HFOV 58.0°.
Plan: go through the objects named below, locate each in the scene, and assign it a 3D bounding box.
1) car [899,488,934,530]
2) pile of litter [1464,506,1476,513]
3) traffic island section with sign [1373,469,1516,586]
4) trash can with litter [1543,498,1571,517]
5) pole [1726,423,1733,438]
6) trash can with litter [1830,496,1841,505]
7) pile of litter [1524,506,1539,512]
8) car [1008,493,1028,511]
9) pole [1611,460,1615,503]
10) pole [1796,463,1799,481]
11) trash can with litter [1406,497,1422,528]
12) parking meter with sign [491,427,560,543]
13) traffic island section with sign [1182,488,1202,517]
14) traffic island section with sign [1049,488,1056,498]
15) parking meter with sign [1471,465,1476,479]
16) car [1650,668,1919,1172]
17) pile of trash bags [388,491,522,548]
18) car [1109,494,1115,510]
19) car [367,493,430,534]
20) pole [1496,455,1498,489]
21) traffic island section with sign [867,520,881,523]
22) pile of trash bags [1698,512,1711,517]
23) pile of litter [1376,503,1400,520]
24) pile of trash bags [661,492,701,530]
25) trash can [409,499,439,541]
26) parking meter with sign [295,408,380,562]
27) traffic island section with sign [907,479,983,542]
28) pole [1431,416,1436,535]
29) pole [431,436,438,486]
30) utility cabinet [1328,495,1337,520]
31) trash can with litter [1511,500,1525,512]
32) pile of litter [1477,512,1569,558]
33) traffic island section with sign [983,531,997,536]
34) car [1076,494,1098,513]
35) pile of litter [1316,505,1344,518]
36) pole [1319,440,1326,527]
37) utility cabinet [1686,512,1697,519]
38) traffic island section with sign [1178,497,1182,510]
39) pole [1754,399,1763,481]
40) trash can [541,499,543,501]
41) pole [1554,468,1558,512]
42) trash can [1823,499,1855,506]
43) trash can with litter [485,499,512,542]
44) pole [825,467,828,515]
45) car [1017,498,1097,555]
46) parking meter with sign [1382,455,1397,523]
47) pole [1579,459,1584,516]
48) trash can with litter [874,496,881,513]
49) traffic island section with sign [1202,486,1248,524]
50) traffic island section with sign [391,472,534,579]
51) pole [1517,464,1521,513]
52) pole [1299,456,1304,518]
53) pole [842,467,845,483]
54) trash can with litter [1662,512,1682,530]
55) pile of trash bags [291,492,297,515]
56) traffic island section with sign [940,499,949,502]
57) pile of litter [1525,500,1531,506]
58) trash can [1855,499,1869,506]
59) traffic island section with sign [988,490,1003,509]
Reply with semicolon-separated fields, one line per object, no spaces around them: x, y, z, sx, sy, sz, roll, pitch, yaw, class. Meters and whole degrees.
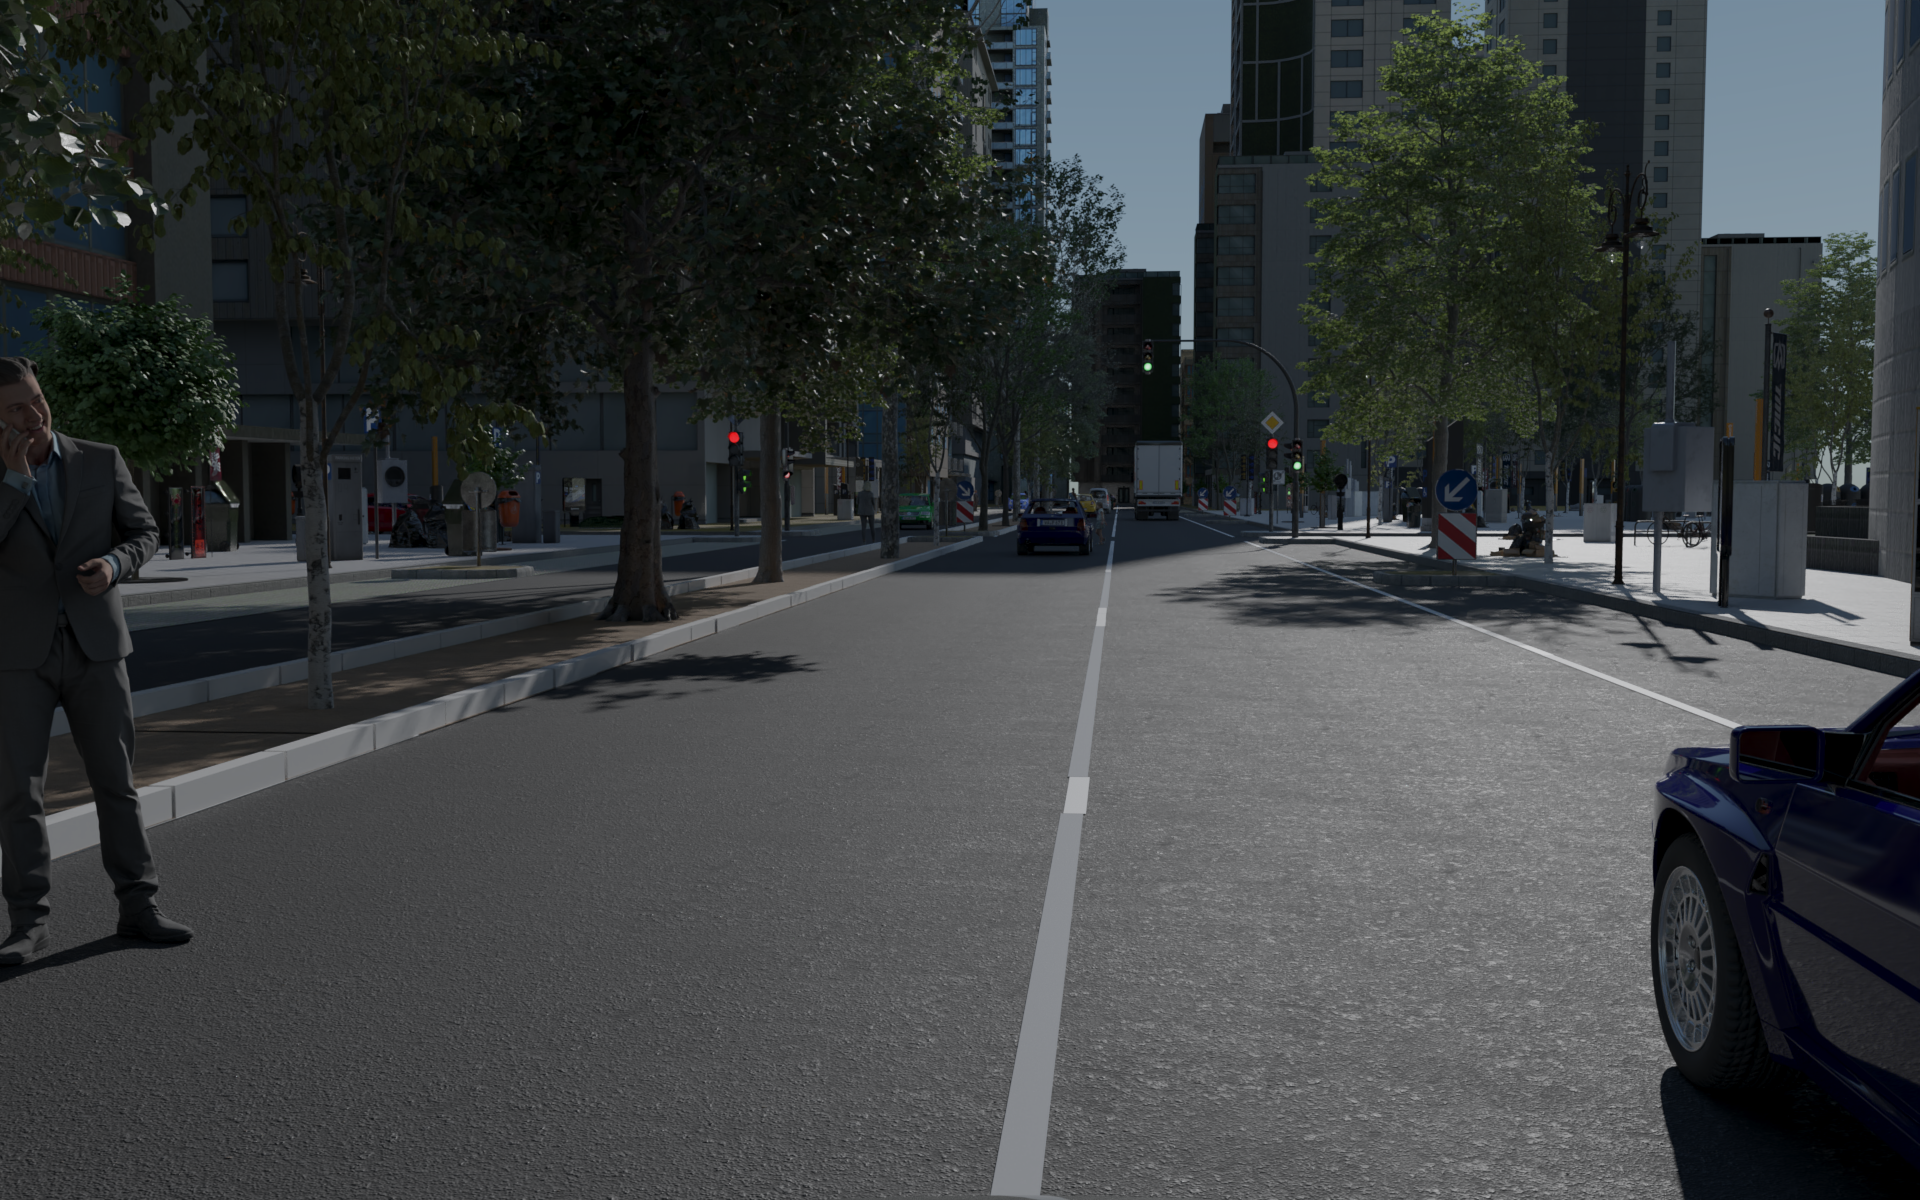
-1.886;-3.798;70.892;1.959;1.807;4.718;0;4;3;car
19.403;-3.199;66.262;1.719;0.858;1.176;1;4;12;pile of litter
7.754;-1.182;27.961;1.989;1.847;2.006;0;4;5;traffic island section with sign
33.807;-5.359;98.672;1.678;1.210;2.233;1;4;12;trash can with litter
22.069;-3.420;49.757;0.158;3.312;0.155;0;3;0;pole
31.873;-3.169;62.871;1.678;1.210;2.233;0;4;-5;trash can with litter
15.999;-2.112;48.499;1.719;0.858;1.176;2;4;29;pile of litter
4.887;-8.261;144.654;1.945;1.707;3.694;0;4;4;car
38.190;-6.574;101.324;0.158;3.312;0.155;0;3;0;pole
55.787;-7.433;115.376;0.158;3.312;0.155;0;3;0;pole
17.234;-3.344;66.065;0.624;1.170;1.055;0;4;2;trash can with litter
-11.332;-2.995;45.237;1.738;3.016;0.543;1;4;9;parking meter with sign
15.361;-6.231;110.503;1.989;1.847;2.006;0;4;5;traffic island section with sign
7.098;-7.714;134.258;2.006;1.907;1.989;0;4;5;traffic island section with sign
30.391;-6.600;104.176;1.738;3.016;0.543;-2;4;-32;parking meter with sign
2.490;0.589;2.946;1.945;1.354;3.894;0;4;6;car
-12.119;-1.994;42.356;1.912;1.369;3.447;2;4;33;pile of trash bags
13.321;-9.106;160.675;2.131;1.459;4.920;0;4;6;car
-18.183;-2.921;56.799;4.494;1.783;2.155;0;4;6;car
28.256;-5.942;90.995;0.158;3.312;0.155;0;3;0;pole
-3.450;-4.662;84.850;1.989;1.847;2.006;0;4;5;traffic island section with sign
42.202;-5.472;99.226;3.447;1.369;1.912;1;4;8;pile of trash bags
21.263;-4.412;86.097;1.176;0.858;1.719;1;4;16;pile of litter
-10.486;-3.310;63.869;1.912;1.369;3.447;0;4;-5;pile of trash bags
-14.250;-2.106;46.081;0.748;1.137;0.748;0;3;0;trash can
-11.984;-2.276;33.466;0.543;3.016;1.738;2;4;34;parking meter with sign
-0.469;-2.686;52.058;2.006;1.907;1.989;0;4;5;traffic island section with sign
12.522;-3.161;45.530;0.158;3.312;0.155;0;3;0;pole
-18.606;-4.132;61.404;0.158;3.312;0.155;0;3;0;pole
18.730;-4.643;87.071;0.306;1.237;1.020;0;4;2;utility cabinet
40.439;-6.993;125.727;1.055;1.170;0.624;2;4;26;trash can with litter
11.636;-1.317;35.500;1.176;0.858;1.719;-1;4;-20;pile of litter
0.220;-3.137;59.434;2.006;1.907;1.989;0;4;5;traffic island section with sign
8.326;-6.522;116.858;2.015;1.641;3.980;0;4;5;car
20.008;-4.871;93.607;1.719;0.858;1.176;-1;4;-11;pile of litter
13.775;-4.401;65.803;0.158;3.312;0.155;0;3;0;pole
38.203;-4.891;91.132;1.020;1.237;0.306;3;5;41;utility cabinet
19.929;-9.267;160.150;1.989;1.847;2.006;0;4;5;traffic island section with sign
17.116;-2.647;37.124;0.158;3.312;0.155;0;3;0;pole
-12.220;-2.300;49.254;0.748;1.137;0.748;0;3;0;trash can
43.540;-8.115;126.519;0.158;3.312;0.155;0;3;0;pole
20.847;-1.825;41.492;0.748;1.137;0.748;0;3;0;trash can
-12.368;-2.154;46.606;0.624;1.170;1.055;2;4;28;trash can with litter
-8.208;-6.887;106.451;0.158;3.312;0.155;0;3;0;pole
2.332;-1.797;41.953;1.945;1.354;3.894;0;4;6;car
19.483;-5.049;78.819;0.543;3.016;1.738;1;4;8;parking meter with sign
36.057;-6.521;100.466;0.158;3.312;0.155;0;3;0;pole
-4.964;-6.363;115.088;2.233;1.210;1.678;2;4;33;trash can with litter
12.883;-4.589;83.662;1.989;1.847;2.006;0;4;5;traffic island section with sign
-8.507;-1.307;29.995;1.989;1.847;2.006;0;4;5;traffic island section with sign
41.117;-8.165;127.340;0.158;3.312;0.155;0;3;0;pole
18.350;-6.063;92.969;0.158;3.312;0.155;0;3;0;pole
-7.480;-7.176;111.167;0.158;3.312;0.155;0;3;0;pole
25.619;-3.107;62.189;0.624;1.170;1.055;0;4;-6;trash can with litter
-25.451;-3.657;69.536;3.447;1.369;1.912;-2;4;-27;pile of trash bags
-0.979;-6.304;111.692;1.989;1.847;2.006;0;4;5;traffic island section with sign
43.093;-7.135;130.623;1.176;0.858;1.719;1;4;11;pile of litter
26.010;-2.323;49.637;0.748;1.137;0.748;0;3;0;trash can
3.627;-9.359;161.655;1.989;1.847;2.006;0;4;5;traffic island section with sign
